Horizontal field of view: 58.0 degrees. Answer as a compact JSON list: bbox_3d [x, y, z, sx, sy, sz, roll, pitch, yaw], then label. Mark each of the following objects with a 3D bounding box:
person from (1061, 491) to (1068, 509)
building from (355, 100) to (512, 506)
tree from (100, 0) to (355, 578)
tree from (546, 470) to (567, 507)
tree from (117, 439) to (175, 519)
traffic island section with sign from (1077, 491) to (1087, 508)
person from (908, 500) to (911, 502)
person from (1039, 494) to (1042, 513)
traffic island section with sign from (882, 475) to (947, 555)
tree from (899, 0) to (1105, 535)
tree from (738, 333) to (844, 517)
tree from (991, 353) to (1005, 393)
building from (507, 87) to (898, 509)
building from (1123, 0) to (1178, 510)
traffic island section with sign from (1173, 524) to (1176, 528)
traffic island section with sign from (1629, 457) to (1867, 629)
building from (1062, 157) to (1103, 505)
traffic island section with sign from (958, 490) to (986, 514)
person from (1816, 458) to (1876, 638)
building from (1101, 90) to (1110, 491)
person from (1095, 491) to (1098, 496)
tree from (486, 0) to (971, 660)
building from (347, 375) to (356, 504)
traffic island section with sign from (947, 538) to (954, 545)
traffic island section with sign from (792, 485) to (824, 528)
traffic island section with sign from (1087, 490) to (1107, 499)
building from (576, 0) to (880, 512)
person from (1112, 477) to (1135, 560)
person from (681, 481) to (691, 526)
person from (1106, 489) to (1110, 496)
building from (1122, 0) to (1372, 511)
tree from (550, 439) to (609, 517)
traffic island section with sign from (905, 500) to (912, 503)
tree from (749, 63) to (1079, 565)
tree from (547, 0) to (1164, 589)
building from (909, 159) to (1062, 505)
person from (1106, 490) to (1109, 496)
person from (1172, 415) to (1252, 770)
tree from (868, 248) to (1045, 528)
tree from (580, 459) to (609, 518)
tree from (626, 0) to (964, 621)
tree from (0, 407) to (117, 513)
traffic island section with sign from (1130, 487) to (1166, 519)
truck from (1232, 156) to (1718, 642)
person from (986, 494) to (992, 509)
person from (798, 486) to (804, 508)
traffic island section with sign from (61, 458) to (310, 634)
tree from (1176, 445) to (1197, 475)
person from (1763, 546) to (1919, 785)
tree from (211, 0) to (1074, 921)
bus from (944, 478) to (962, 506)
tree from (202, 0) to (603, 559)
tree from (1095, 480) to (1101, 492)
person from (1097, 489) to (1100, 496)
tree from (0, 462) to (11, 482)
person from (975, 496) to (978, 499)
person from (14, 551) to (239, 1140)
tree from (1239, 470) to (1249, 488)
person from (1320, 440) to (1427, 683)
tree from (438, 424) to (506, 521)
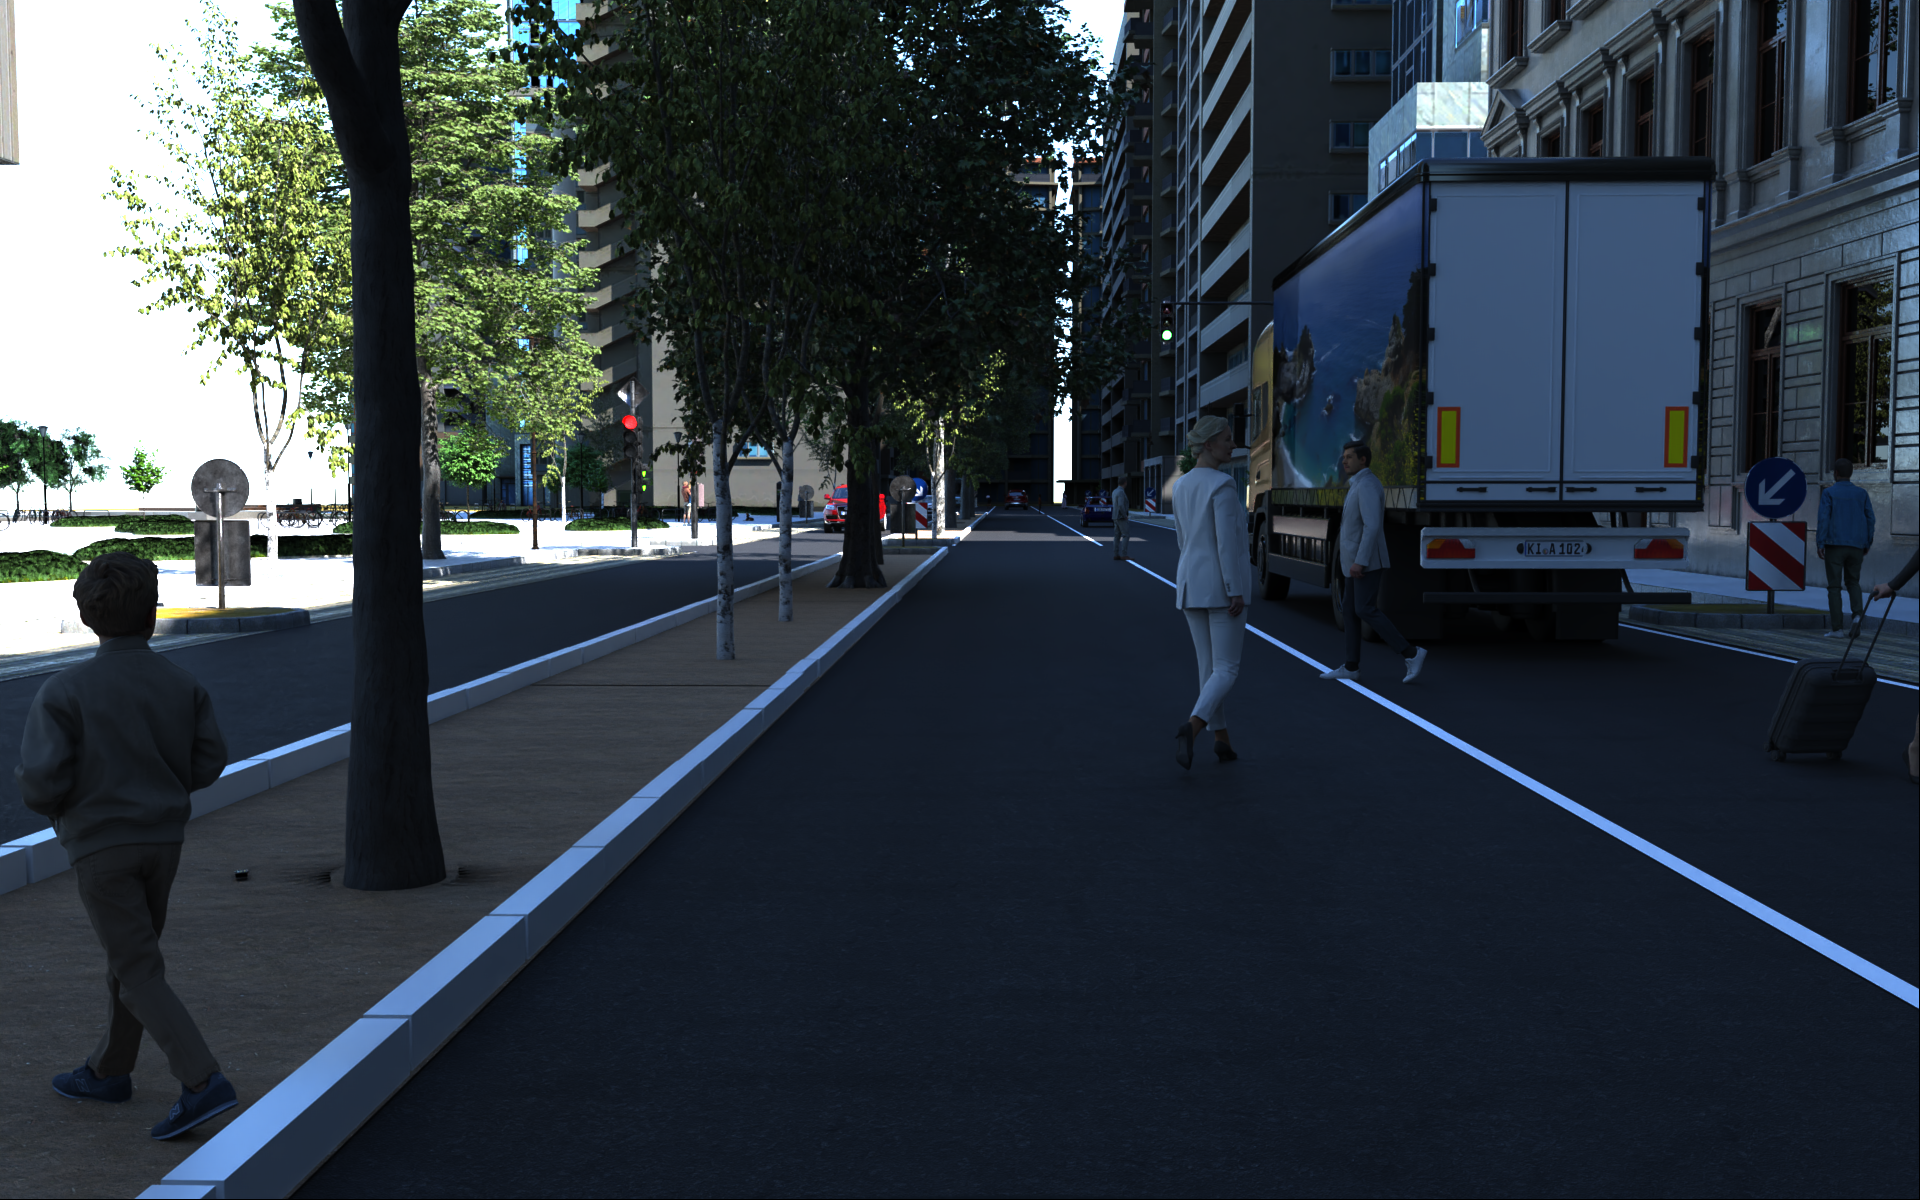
[{"bbox_3d":[10.155,-9.731,168.263,0.621,1.740,0.551,1,4,19],"label":"person"},{"bbox_3d":[-58.387,-33.267,194.029,14.200,45.320,14.600,0,4,2],"label":"building"},{"bbox_3d":[-10.440,-4.620,25.894,4.737,8.622,4.395,0,3,0],"label":"tree"},{"bbox_3d":[-28.228,-7.740,121.144,1.663,3.219,1.824,0,3,0],"label":"tree"},{"bbox_3d":[-28.606,-4.025,60.416,1.663,3.219,1.824,0,3,0],"label":"tree"},{"bbox_3d":[13.064,-10.390,178.503,1.989,1.847,2.006,0,4,2],"label":"traffic island section with sign"},{"bbox_3d":[-4.178,-8.038,139.935,0.705,1.823,1.348,0,4,-8],"label":"person"},{"bbox_3d":[5.944,-7.121,128.182,0.557,1.426,1.065,0,4,4],"label":"person"},{"bbox_3d":[-1.410,-2.047,41.613,2.006,1.907,1.989,0,4,2],"label":"traffic island section with sign"},{"bbox_3d":[-1.923,-12.336,60.045,12.611,20.169,13.585,0,3,0],"label":"tree"},{"bbox_3d":[-9.686,-10.398,95.755,9.928,11.665,9.643,0,3,0],"label":"tree"},{"bbox_3d":[-0.716,-5.953,50.153,4.737,8.622,4.395,0,3,0],"label":"tree"},{"bbox_3d":[-22.295,-28.550,158.671,32.217,40.220,23.993,0,4,2],"label":"building"},{"bbox_3d":[24.419,-29.626,139.008,22.147,44.769,28.867,0,4,2],"label":"building"},{"bbox_3d":[10.116,-3.977,73.649,1.989,1.847,2.006,0,4,2],"label":"traffic island section with sign"},{"bbox_3d":[8.597,-0.648,19.217,1.989,1.847,2.006,0,4,2],"label":"traffic island section with sign"},{"bbox_3d":[26.687,-34.454,217.939,28.867,44.769,22.147,0,4,2],"label":"building"},{"bbox_3d":[0.901,-7.094,124.126,2.006,1.907,1.989,0,4,2],"label":"traffic island section with sign"},{"bbox_3d":[8.742,-0.506,17.114,0.601,1.785,0.444,0,4,7],"label":"person"},{"bbox_3d":[26.534,-34.432,186.670,21.300,48.544,21.600,0,4,2],"label":"building"},{"bbox_3d":[13.151,-9.585,165.895,0.721,1.739,1.217,0,4,-3],"label":"person"},{"bbox_3d":[-1.986,-3.769,14.438,4.737,8.622,4.395,0,3,0],"label":"tree"},{"bbox_3d":[-59.748,-23.195,224.283,28.899,21.520,27.650,0,4,2],"label":"building"},{"bbox_3d":[-1.193,-2.500,49.017,2.006,1.907,1.989,0,4,2],"label":"traffic island section with sign"},{"bbox_3d":[-6.582,-4.029,74.498,1.989,1.847,2.006,0,4,2],"label":"traffic island section with sign"},{"bbox_3d":[12.284,-8.694,150.775,1.989,1.847,2.006,0,4,2],"label":"traffic island section with sign"},{"bbox_3d":[-17.669,-31.272,135.005,21.300,48.544,21.600,0,4,2],"label":"building"},{"bbox_3d":[3.494,-1.774,37.609,0.391,1.810,0.635,-1,4,-23],"label":"person"},{"bbox_3d":[-10.936,-3.899,69.762,0.580,1.828,0.573,0,4,-4],"label":"person"},{"bbox_3d":[14.931,-10.382,176.240,0.683,1.767,0.568,1,4,19],"label":"person"},{"bbox_3d":[25.741,-33.100,164.891,21.300,48.544,21.600,0,4,2],"label":"building"},{"bbox_3d":[-21.593,-7.046,98.913,4.285,4.588,4.351,0,3,0],"label":"tree"},{"bbox_3d":[-4.420,-8.749,151.668,1.989,1.847,2.006,0,4,2],"label":"traffic island section with sign"},{"bbox_3d":[-1.648,-6.008,35.096,8.767,10.594,7.601,0,4,2],"label":"tree"},{"bbox_3d":[-1.546,-6.536,26.335,9.611,12.733,9.660,0,3,0],"label":"tree"},{"bbox_3d":[-2.264,-34.492,218.575,28.867,44.769,22.147,0,4,2],"label":"building"},{"bbox_3d":[14.809,-10.271,174.766,0.721,1.735,1.217,0,4,4],"label":"person"},{"bbox_3d":[1.279,-0.041,9.042,0.514,1.842,0.818,3,5,39],"label":"person"},{"bbox_3d":[-0.478,-10.004,72.679,9.857,13.997,8.962,0,3,0],"label":"tree"},{"bbox_3d":[-19.248,-6.006,92.805,1.663,3.219,1.824,0,3,0],"label":"tree"},{"bbox_3d":[-1.962,-4.072,19.395,4.360,8.622,3.978,0,3,0],"label":"tree"},{"bbox_3d":[-63.054,-9.108,111.830,11.467,7.101,20.602,-1,4,-8],"label":"tree"},{"bbox_3d":[10.883,-5.625,100.593,1.989,1.847,2.006,0,4,2],"label":"traffic island section with sign"},{"bbox_3d":[5.172,-1.903,20.035,2.839,4.237,11.283,0,4,1],"label":"truck"},{"bbox_3d":[2.811,-9.690,170.116,0.799,1.438,0.628,3,4,36],"label":"person"},{"bbox_3d":[-10.137,-6.313,109.655,0.834,1.777,0.661,-1,4,-14],"label":"person"},{"bbox_3d":[-8.149,-0.607,18.556,1.989,1.847,2.006,0,4,2],"label":"traffic island section with sign"},{"bbox_3d":[14.090,-7.097,99.755,4.285,4.588,4.351,0,3,0],"label":"tree"},{"bbox_3d":[4.824,0.003,8.664,0.699,1.804,1.509,-1,4,-11],"label":"person"},{"bbox_3d":[-2.058,-5.688,5.830,12.009,13.543,11.850,0,3,0],"label":"tree"},{"bbox_3d":[-0.662,-11.965,190.482,2.948,3.499,13.247,0,4,2],"label":"bus"},{"bbox_3d":[-10.818,-7.068,33.694,7.486,12.596,7.792,0,3,0],"label":"tree"},{"bbox_3d":[16.436,-12.600,200.615,1.663,3.219,1.824,0,3,0],"label":"tree"},{"bbox_3d":[15.191,-11.197,189.252,0.705,1.807,1.348,1,4,11],"label":"person"},{"bbox_3d":[-30.422,-3.588,53.272,1.663,3.219,1.824,0,3,0],"label":"tree"},{"bbox_3d":[1.142,-10.193,175.295,1.348,1.807,0.705,1,4,11],"label":"person"},{"bbox_3d":[-1.887,0.542,3.903,0.640,1.303,0.475,1,4,22],"label":"person"},{"bbox_3d":[12.707,-4.750,72.268,1.663,3.219,1.824,0,3,0],"label":"tree"},{"bbox_3d":[3.167,-0.300,13.245,0.795,1.843,0.661,1,4,12],"label":"person"},{"bbox_3d":[-22.455,-5.848,79.323,4.285,4.588,4.351,0,3,0],"label":"tree"}]
